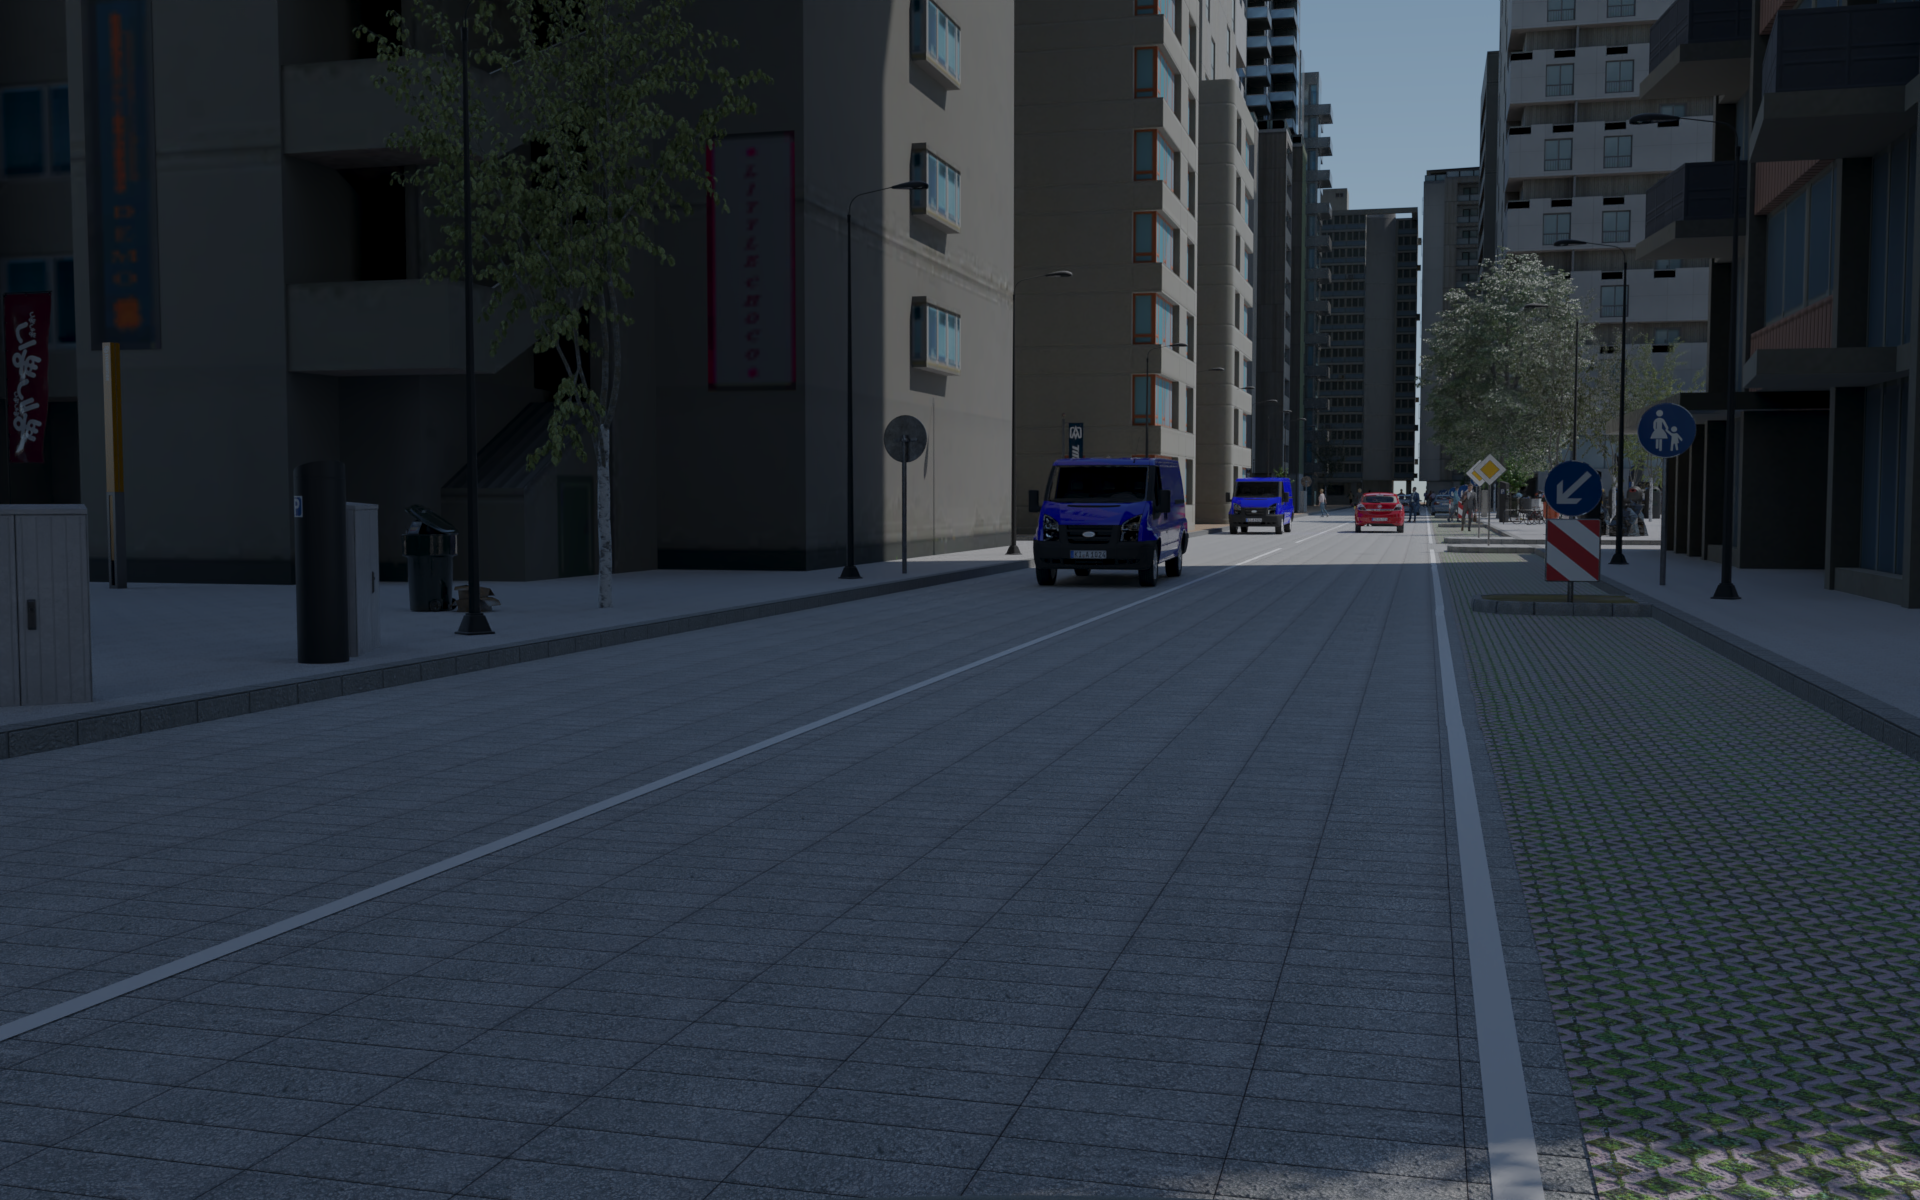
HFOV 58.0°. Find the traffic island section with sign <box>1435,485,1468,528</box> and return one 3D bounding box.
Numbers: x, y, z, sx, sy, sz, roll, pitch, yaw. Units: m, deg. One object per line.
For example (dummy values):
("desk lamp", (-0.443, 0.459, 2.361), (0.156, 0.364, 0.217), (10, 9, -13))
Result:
("traffic island section with sign", (21.582, -4.024, 74.418), (1.989, 1.847, 2.006), (1, 4, 15))

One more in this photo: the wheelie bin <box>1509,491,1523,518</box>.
("wheelie bin", (29.976, -5.257, 93.864), (0.980, 1.594, 0.693), (2, 4, 27))

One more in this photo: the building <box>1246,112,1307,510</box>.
("building", (19.280, -22.217, 134.956), (14.160, 30.474, 14.107), (1, 4, 15))

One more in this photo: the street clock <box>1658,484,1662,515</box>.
("street clock", (43.422, -6.272, 107.109), (0.471, 2.002, 0.358), (1, 4, 11))

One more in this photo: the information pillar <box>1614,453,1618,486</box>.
("information pillar", (37.415, -6.558, 98.573), (0.183, 3.616, 0.504), (-2, 4, -28))

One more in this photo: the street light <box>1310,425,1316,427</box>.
("street light", (23.299, -8.839, 117.066), (1.470, 5.913, 1.316), (1, 4, 15))

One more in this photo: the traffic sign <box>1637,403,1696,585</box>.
("traffic sign", (9.885, -1.479, 24.290), (0.768, 2.556, 0.104), (1, 4, 21))

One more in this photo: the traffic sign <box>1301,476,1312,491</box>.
("traffic sign", (24.495, -7.493, 122.613), (0.768, 2.556, 0.104), (1, 4, 22))

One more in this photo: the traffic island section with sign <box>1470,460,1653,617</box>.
("traffic island section with sign", (7.297, -0.765, 21.137), (1.989, 1.847, 2.006), (1, 4, 15))

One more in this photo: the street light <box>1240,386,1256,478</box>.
("street light", (12.031, -6.268, 75.029), (1.470, 5.913, 1.316), (1, 4, 15))

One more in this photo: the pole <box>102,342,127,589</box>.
("pole", (-11.434, -1.809, 23.426), (0.158, 3.312, 0.155), (0, 3, 0))

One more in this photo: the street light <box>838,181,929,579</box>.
("street light", (-1.143, -3.268, 25.975), (1.470, 5.913, 1.316), (1, 4, 15))

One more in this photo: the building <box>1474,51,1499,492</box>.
("building", (65.146, -34.021, 179.940), (21.300, 48.544, 21.600), (1, 4, 15))

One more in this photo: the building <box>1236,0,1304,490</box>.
("building", (20.606, -51.634, 156.889), (22.319, 86.520, 31.000), (1, 4, 15))

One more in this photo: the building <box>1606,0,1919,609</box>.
("building", (22.055, -22.565, 23.555), (22.147, 44.769, 28.867), (1, 4, 15))

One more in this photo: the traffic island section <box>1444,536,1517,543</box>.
("traffic island section", (15.194, -1.736, 50.658), (2.009, 0.180, 2.903), (1, 4, 15))

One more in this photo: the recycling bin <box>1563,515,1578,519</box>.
("recycling bin", (23.650, -3.304, 66.566), (0.722, 1.027, 0.722), (0, 4, -1))

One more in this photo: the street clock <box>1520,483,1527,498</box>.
("street clock", (37.381, -6.753, 114.979), (0.471, 2.002, 0.358), (3, 5, 44))

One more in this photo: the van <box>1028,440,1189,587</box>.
("van", (2.554, -1.486, 28.678), (2.240, 2.365, 5.245), (1, 4, 14))

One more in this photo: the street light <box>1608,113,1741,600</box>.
("street light", (8.854, -2.974, 21.167), (1.470, 5.913, 1.316), (1, 4, 15))

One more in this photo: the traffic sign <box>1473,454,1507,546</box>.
("traffic sign", (13.101, -2.399, 42.874), (0.795, 2.450, 0.064), (1, 4, 15))

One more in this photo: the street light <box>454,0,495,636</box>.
("street light", (-3.928, -2.631, 15.555), (1.470, 5.913, 1.316), (1, 4, 15))

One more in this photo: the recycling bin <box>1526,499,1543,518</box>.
("recycling bin", (30.876, -4.925, 93.081), (0.722, 1.027, 0.722), (3, 4, 37))

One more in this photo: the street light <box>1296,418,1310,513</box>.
("street light", (20.550, -8.200, 106.605), (1.470, 5.913, 1.316), (1, 4, 15))

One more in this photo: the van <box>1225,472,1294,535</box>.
("van", (11.018, -3.601, 63.259), (2.240, 2.365, 5.245), (1, 4, 16))

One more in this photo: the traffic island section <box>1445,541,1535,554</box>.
("traffic island section", (13.126, -1.264, 42.945), (2.009, 0.180, 2.903), (1, 4, 15))

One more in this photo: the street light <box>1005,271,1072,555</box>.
("street light", (1.656, -3.903, 36.358), (1.470, 5.913, 1.316), (1, 4, 15))

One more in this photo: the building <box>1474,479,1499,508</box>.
("building", (58.824, -44.090, 159.131), (20.563, 71.187, 20.611), (1, 4, 15))

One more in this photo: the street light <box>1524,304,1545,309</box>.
("street light", (14.436, -4.264, 42.258), (1.470, 5.913, 1.316), (1, 4, 15))

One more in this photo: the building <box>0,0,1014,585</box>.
("building", (-11.572, -25.105, 34.171), (21.600, 48.544, 21.300), (1, 4, 15))

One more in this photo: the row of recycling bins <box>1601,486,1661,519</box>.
("row of recycling bins", (34.727, -5.101, 90.506), (3.534, 1.692, 1.069), (2, 4, 25))

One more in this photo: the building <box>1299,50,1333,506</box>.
("building", (25.003, -34.913, 190.428), (30.456, 49.044, 23.786), (1, 4, 15))

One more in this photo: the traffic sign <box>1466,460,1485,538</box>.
("traffic sign", (15.169, -2.871, 50.588), (0.795, 2.450, 0.064), (1, 4, 15))

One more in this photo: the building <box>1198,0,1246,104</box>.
("building", (3.629, -31.880, 110.473), (28.713, 52.752, 27.495), (1, 4, 15))

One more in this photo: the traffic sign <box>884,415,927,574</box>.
("traffic sign", (-0.898, -1.701, 27.910), (0.768, 2.556, 0.104), (1, 4, 23))

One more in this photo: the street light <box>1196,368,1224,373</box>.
("street light", (9.019, -5.590, 63.943), (1.470, 5.913, 1.316), (1, 4, 15))

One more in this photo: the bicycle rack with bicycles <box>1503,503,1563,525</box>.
("bicycle rack with bicycles", (24.311, -3.628, 72.693), (2.925, 0.926, 2.852), (-1, 4, -15))

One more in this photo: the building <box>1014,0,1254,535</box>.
("building", (-3.406, -13.797, 70.621), (27.650, 21.520, 28.899), (1, 4, 15))

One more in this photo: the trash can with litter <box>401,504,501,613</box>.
("trash can with litter", (-5.568, -0.466, 18.999), (1.055, 1.170, 0.624), (1, 4, 10))

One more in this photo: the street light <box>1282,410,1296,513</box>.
("street light", (17.676, -7.566, 96.243), (1.470, 5.913, 1.316), (1, 4, 15))

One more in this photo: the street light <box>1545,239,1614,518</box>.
("street light", (11.511, -3.613, 31.613), (1.470, 5.913, 1.316), (1, 4, 15))

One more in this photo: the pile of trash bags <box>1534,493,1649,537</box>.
("pile of trash bags", (19.546, -2.680, 53.576), (1.912, 1.369, 3.447), (-3, 5, -40))

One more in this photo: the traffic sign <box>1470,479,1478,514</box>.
("traffic sign", (33.594, -6.885, 112.679), (0.768, 2.556, 0.104), (1, 4, 19))

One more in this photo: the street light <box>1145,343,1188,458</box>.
("street light", (6.308, -4.951, 53.491), (1.470, 5.913, 1.316), (1, 4, 15))

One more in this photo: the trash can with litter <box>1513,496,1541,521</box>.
("trash can with litter", (27.862, -4.460, 83.981), (2.233, 1.210, 1.678), (0, 4, 6))

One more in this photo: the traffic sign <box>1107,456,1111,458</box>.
("traffic sign", (3.886, -2.551, 45.356), (0.795, 2.450, 0.064), (1, 4, 15))

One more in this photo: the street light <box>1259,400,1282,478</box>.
("street light", (14.944, -6.917, 85.637), (1.470, 5.913, 1.316), (1, 4, 15))
